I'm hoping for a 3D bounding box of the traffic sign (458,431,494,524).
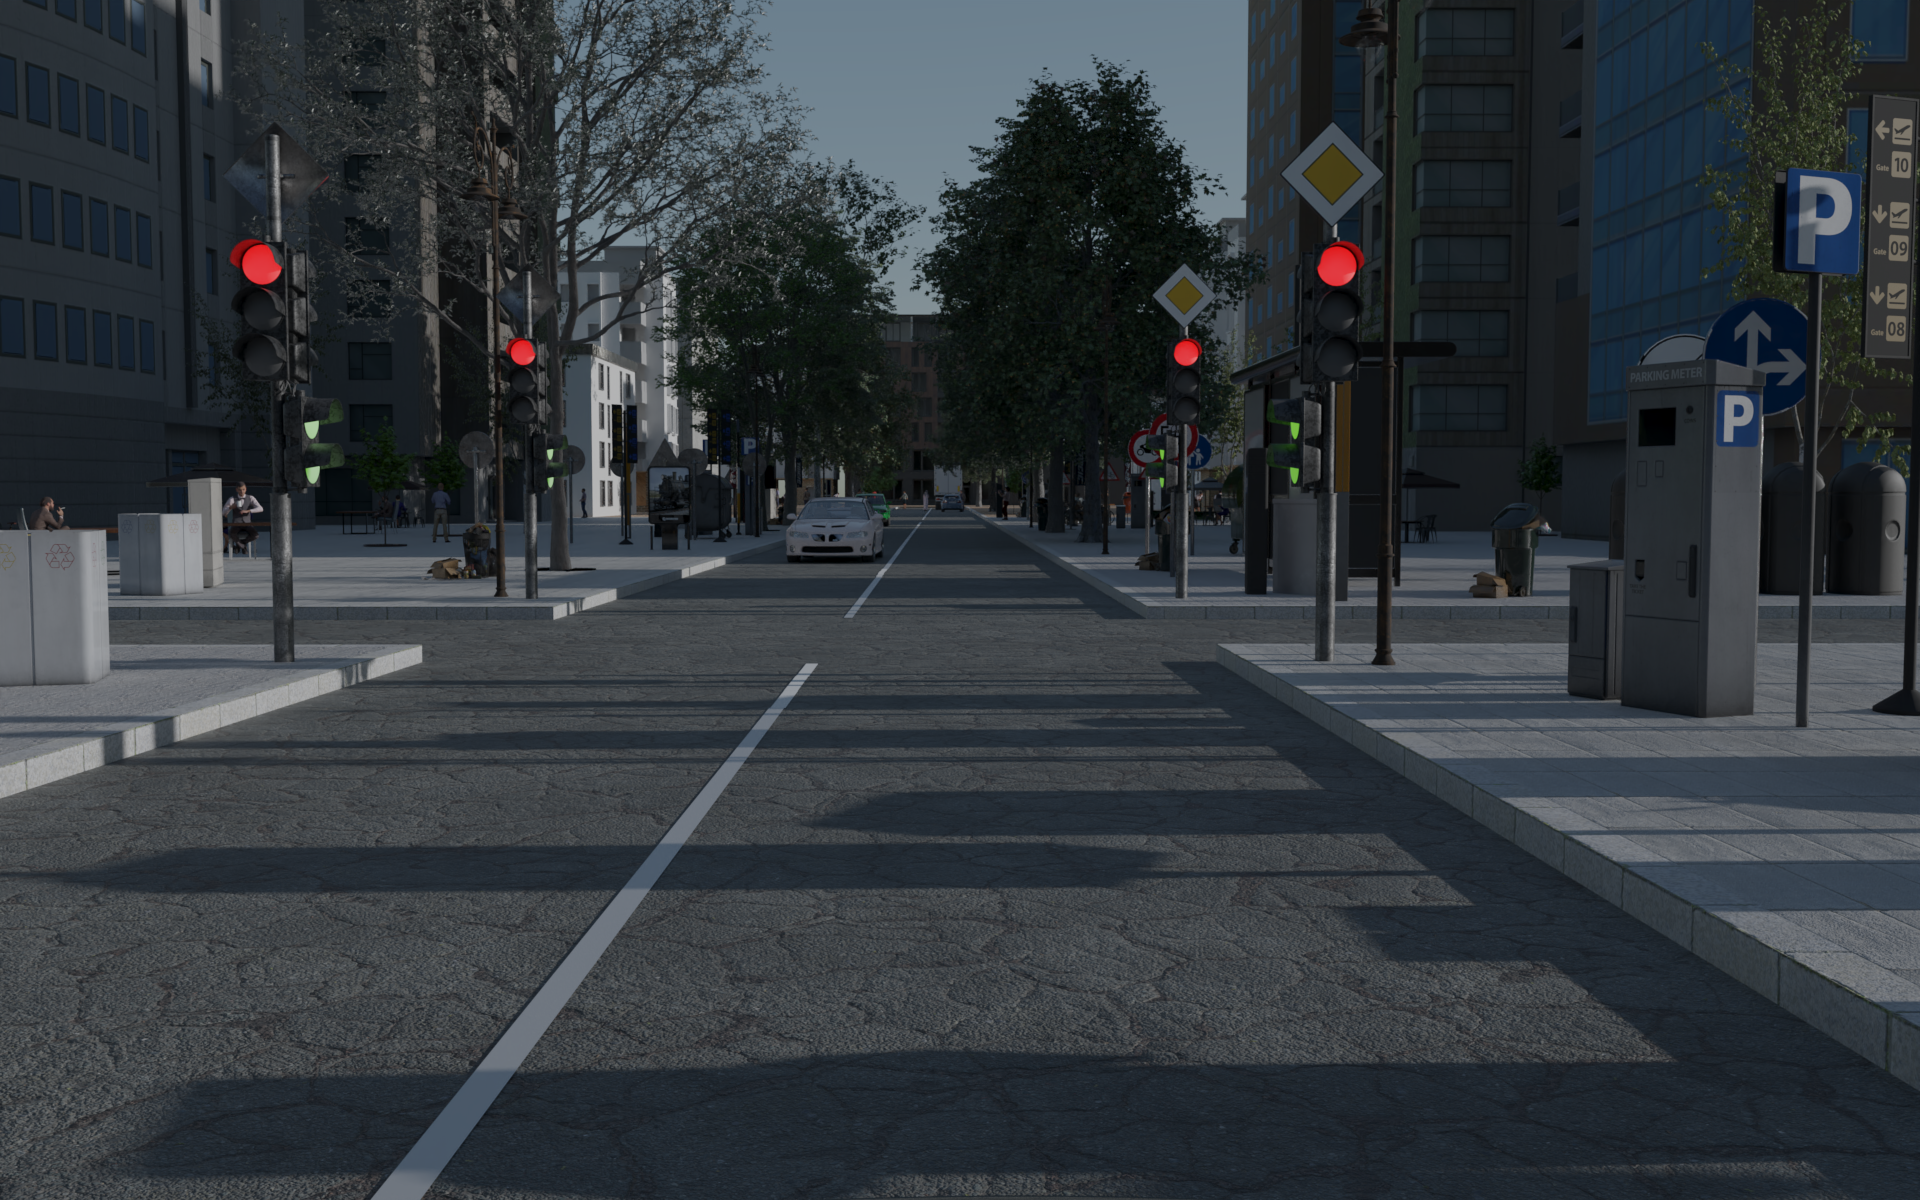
[{"bbox_3d":[-9.827,-2.145,35.179,0.768,2.556,0.104,1,4,9],"label":"traffic sign"}]

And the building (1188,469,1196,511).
[{"bbox_3d":[24.425,-16.392,124.422,16.016,20.091,11.380,0,4,-1],"label":"building"}]

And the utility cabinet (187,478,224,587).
[{"bbox_3d":[-10.501,-0.943,24.097,0.318,1.500,1.173,-1,4,-17],"label":"utility cabinet"}]

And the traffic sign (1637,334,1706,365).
[{"bbox_3d":[5.758,-0.842,13.870,0.768,2.556,0.104,0,4,7],"label":"traffic sign"}]

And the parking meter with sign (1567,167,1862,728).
[{"bbox_3d":[4.325,-0.853,10.211,0.543,3.016,1.738,-1,4,-22],"label":"parking meter with sign"}]

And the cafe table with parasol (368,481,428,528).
[{"bbox_3d":[-21.206,-3.710,65.521,2.610,1.966,2.610,-3,5,-40],"label":"cafe table with parasol"}]

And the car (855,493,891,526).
[{"bbox_3d":[-4.055,-4.231,77.966,1.959,1.807,4.718,0,4,-1],"label":"car"}]

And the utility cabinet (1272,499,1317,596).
[{"bbox_3d":[4.438,-0.669,22.106,0.306,1.237,1.020,-2,4,-31],"label":"utility cabinet"}]

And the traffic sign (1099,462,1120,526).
[{"bbox_3d":[5.981,-4.256,69.597,0.884,2.594,0.081,1,4,9],"label":"traffic sign"}]

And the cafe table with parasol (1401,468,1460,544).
[{"bbox_3d":[11.756,-2.487,45.534,2.610,1.966,2.610,2,4,30],"label":"cafe table with parasol"}]

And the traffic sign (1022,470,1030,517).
[{"bbox_3d":[3.681,-5.656,92.589,0.768,2.556,0.104,0,4,5],"label":"traffic sign"}]

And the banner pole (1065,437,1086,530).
[{"bbox_3d":[4.222,-4.442,62.636,0.863,3.779,0.401,-2,4,-24],"label":"banner pole"}]

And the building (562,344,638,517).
[{"bbox_3d":[-25.131,-10.307,110.662,9.099,9.664,28.070,0,4,-1],"label":"building"}]

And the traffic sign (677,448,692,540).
[{"bbox_3d":[-7.547,-2.954,48.406,0.768,2.556,0.104,0,4,6],"label":"traffic sign"}]

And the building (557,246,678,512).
[{"bbox_3d":[-29.424,-16.732,129.988,16.016,20.091,11.380,0,4,-1],"label":"building"}]

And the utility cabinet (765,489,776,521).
[{"bbox_3d":[-8.125,-3.993,73.957,0.318,1.500,1.173,0,4,5],"label":"utility cabinet"}]

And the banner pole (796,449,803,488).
[{"bbox_3d":[-7.744,-5.633,82.121,0.401,3.779,0.863,3,4,38],"label":"banner pole"}]

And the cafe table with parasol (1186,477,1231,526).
[{"bbox_3d":[10.175,-4.015,70.519,2.610,1.966,2.610,-2,4,-26],"label":"cafe table with parasol"}]

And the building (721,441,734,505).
[{"bbox_3d":[-39.843,-15.665,198.271,28.070,9.664,9.099,0,4,-1],"label":"building"}]

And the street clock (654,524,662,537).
[{"bbox_3d":[-8.973,-2.865,51.416,0.471,2.002,0.358,1,4,11],"label":"street clock"}]

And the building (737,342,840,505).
[{"bbox_3d":[-20.162,-21.158,202.353,11.380,20.091,16.016,0,4,-1],"label":"building"}]

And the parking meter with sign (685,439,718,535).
[{"bbox_3d":[-8.128,-3.553,54.350,0.543,3.016,1.738,1,4,15],"label":"parking meter with sign"}]

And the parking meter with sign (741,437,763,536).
[{"bbox_3d":[-6.467,-3.542,54.171,0.543,3.016,1.738,0,4,-1],"label":"parking meter with sign"}]

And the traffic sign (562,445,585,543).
[{"bbox_3d":[-10.105,-2.744,44.973,0.768,2.556,0.104,0,4,5],"label":"traffic sign"}]

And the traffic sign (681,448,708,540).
[{"bbox_3d":[-7.360,-2.929,48.002,0.768,2.556,0.104,0,4,3],"label":"traffic sign"}]

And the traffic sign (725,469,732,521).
[{"bbox_3d":[-11.086,-5.127,83.837,0.884,2.594,0.081,0,4,1],"label":"traffic sign"}]

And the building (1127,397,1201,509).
[{"bbox_3d":[19.812,-12.372,144.428,9.099,9.664,28.070,0,4,-1],"label":"building"}]

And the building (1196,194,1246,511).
[{"bbox_3d":[24.475,-15.697,113.063,16.016,20.091,11.380,0,4,-1],"label":"building"}]

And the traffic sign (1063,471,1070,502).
[{"bbox_3d":[5.620,-5.748,93.976,0.884,2.594,0.081,0,4,3],"label":"traffic sign"}]

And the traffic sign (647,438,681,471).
[{"bbox_3d":[-6.883,-2.473,40.436,0.884,2.594,0.081,0,4,4],"label":"traffic sign"}]

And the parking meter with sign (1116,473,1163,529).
[{"bbox_3d":[6.690,-4.174,64.509,1.738,3.016,0.543,0,4,4],"label":"parking meter with sign"}]

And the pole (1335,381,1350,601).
[{"bbox_3d":[4.573,-1.643,20.704,0.158,3.312,0.155,0,3,0],"label":"pole"}]

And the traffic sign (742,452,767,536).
[{"bbox_3d":[-6.295,-3.233,52.964,0.768,2.556,0.104,1,4,8],"label":"traffic sign"}]

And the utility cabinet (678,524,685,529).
[{"bbox_3d":[-10.691,-3.243,64.184,1.020,1.237,0.306,-1,4,-21],"label":"utility cabinet"}]

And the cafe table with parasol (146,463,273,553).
[{"bbox_3d":[-16.239,-2.008,37.704,2.610,1.966,2.610,-1,4,-18],"label":"cafe table with parasol"}]

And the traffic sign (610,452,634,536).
[{"bbox_3d":[-10.300,-3.222,52.781,0.768,2.556,0.104,0,4,8],"label":"traffic sign"}]

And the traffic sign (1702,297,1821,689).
[{"bbox_3d":[5.206,-0.687,11.343,0.768,2.556,0.104,0,4,1],"label":"traffic sign"}]

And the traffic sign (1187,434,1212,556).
[{"bbox_3d":[4.854,-2.202,36.114,0.768,2.556,0.104,0,4,3],"label":"traffic sign"}]

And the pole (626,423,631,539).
[{"bbox_3d":[-9.549,-3.417,49.718,0.158,3.312,0.155,0,3,0],"label":"pole"}]

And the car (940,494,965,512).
[{"bbox_3d":[-0.626,-7.780,139.201,2.014,1.417,4.499,0,4,0],"label":"car"}]

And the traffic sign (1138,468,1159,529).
[{"bbox_3d":[6.919,-3.856,63.051,0.884,2.594,0.081,0,4,7],"label":"traffic sign"}]

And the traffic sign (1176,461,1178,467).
[{"bbox_3d":[6.228,-3.165,51.859,0.768,2.556,0.104,0,4,2],"label":"traffic sign"}]

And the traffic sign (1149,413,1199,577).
[{"bbox_3d":[3.288,-1.627,26.705,0.768,2.556,0.104,0,4,7],"label":"traffic sign"}]

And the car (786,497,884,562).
[{"bbox_3d":[-2.682,-1.560,37.870,2.083,1.381,4.827,0,4,1],"label":"car"}]

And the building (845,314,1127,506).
[{"bbox_3d":[3.018,-22.237,207.551,32.646,21.610,27.936,0,4,-1],"label":"building"}]
